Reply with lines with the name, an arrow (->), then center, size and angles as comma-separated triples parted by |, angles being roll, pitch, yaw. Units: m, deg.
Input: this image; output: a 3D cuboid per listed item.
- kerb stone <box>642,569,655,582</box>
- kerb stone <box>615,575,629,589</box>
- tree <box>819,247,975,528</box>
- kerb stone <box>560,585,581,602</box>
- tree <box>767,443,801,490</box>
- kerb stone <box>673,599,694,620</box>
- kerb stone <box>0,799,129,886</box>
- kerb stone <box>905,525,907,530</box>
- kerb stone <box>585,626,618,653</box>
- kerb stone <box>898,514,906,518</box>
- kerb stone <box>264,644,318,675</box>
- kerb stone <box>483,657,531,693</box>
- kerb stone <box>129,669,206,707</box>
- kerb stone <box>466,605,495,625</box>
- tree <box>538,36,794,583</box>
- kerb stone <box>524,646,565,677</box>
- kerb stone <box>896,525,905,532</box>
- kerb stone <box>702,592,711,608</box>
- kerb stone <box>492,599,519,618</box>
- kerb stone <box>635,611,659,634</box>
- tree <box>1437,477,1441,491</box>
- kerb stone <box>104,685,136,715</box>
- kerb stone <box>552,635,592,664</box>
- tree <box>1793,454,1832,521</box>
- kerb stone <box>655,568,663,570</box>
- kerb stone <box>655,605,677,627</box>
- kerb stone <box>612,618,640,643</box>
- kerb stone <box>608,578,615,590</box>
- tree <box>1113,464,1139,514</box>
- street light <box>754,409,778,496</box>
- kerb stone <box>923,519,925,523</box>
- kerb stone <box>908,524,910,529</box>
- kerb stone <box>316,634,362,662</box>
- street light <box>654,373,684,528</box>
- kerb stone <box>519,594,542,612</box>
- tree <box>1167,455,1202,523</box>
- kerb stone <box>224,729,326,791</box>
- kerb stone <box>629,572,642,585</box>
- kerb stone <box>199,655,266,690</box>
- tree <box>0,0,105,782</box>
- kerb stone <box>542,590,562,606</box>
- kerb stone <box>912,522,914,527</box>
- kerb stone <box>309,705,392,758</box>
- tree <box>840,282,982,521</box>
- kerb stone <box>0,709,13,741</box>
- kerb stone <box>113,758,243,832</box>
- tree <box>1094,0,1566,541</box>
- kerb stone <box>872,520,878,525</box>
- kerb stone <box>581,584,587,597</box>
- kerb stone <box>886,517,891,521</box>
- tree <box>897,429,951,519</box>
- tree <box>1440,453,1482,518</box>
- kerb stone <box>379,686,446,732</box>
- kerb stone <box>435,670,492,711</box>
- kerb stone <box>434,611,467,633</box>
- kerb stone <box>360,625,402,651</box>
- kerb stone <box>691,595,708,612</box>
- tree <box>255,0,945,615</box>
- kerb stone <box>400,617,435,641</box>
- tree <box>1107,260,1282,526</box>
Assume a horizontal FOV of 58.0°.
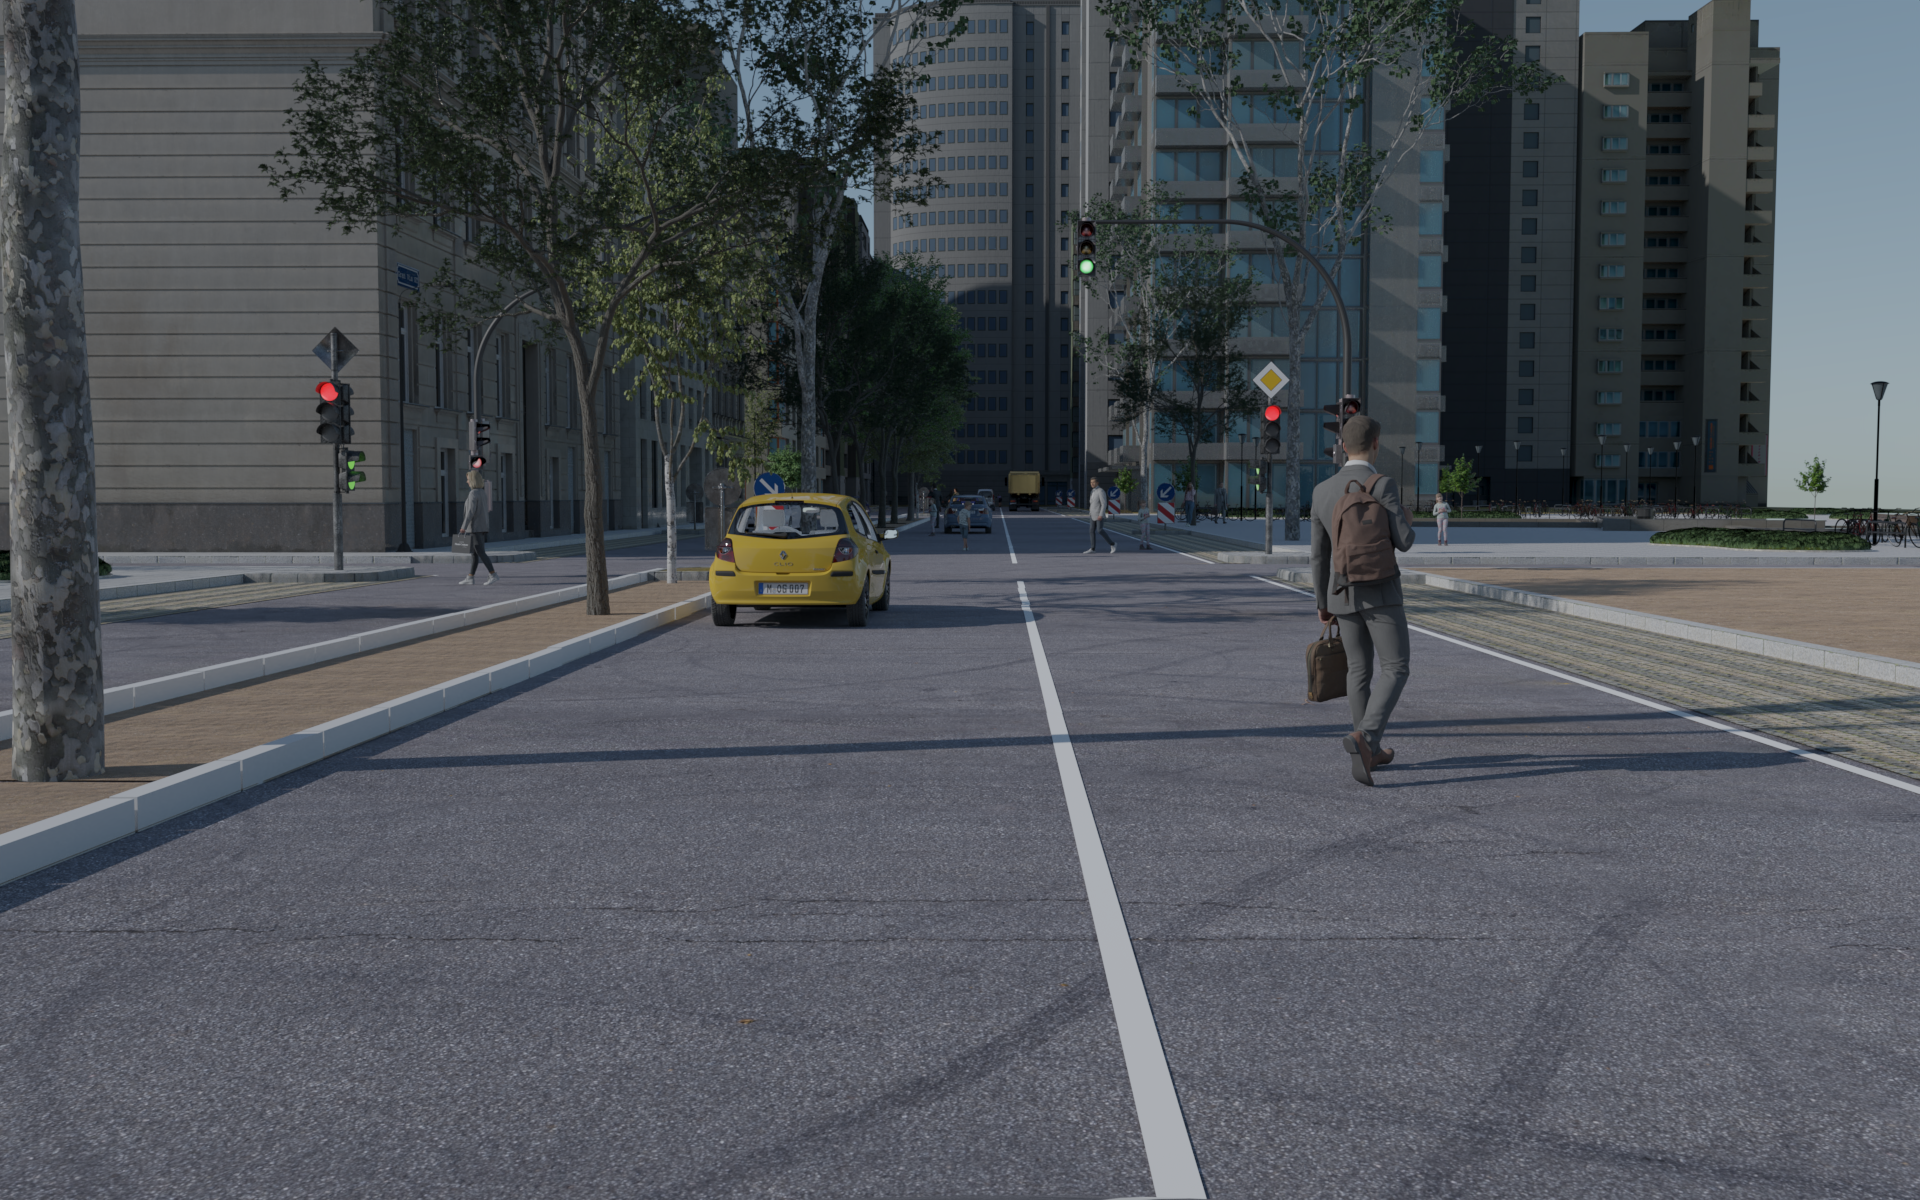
kerb stone -> -5.195, -0.380, 28.408 | 0.120, 0.150, 1.000 | 0, 4, 1
kerb stone -> -5.240, -0.249, 26.355 | 0.120, 0.150, 1.000 | 0, 4, 1
tree -> -3.164, -8.792, 71.954 | 9.928, 11.665, 9.643 | 0, 3, 0
kerb stone -> -5.313, -0.067, 23.288 | 0.120, 0.150, 1.000 | 0, 4, 1
tree -> -10.888, -7.733, 110.147 | 4.285, 4.588, 4.351 | 0, 3, 0
kerb stone -> -3.272, 0.126, 20.132 | 0.120, 0.150, 1.000 | 0, 4, 1
kerb stone -> -3.556, 0.944, 6.816 | 0.120, 0.150, 1.000 | 0, 4, 1
kerb stone -> -2.261, -2.792, 67.845 | 0.120, 0.150, 1.000 | 0, 4, 1
kerb stone -> -3.362, 0.377, 16.025 | 0.120, 0.150, 1.000 | 0, 4, 1
kerb stone -> -3.548, -5.117, 105.853 | 0.120, 0.150, 1.000 | 0, 4, 1
kerb stone -> -5.500, 0.499, 14.081 | 0.120, 0.150, 1.000 | 0, 4, 1
kerb stone -> -3.421, 0.565, 12.957 | 0.120, 0.150, 1.000 | 0, 4, 1
kerb stone -> -5.545, 0.625, 12.038 | 0.120, 0.150, 1.000 | 0, 4, 1
kerb stone -> -5.392, 0.186, 19.199 | 0.120, 0.150, 1.000 | 0, 4, 1
tree -> -4.564, -4.547, 27.170 | 4.737, 8.622, 4.395 | 0, 3, 0
kerb stone -> -3.398, 0.510, 13.982 | 0.120, 0.150, 1.000 | 0, 4, 1
kerb stone -> -2.291, -2.729, 66.820 | 0.120, 0.150, 1.000 | 0, 4, 1
kerb stone -> -3.228, 0.001, 22.184 | 0.120, 0.150, 1.000 | 0, 4, 1
kerb stone -> -5.378, 0.121, 20.221 | 0.120, 0.150, 1.000 | 0, 4, 1
kerb stone -> -3.322, 0.254, 18.077 | 0.120, 0.150, 1.000 | 0, 4, 1
tree -> 30.691, -7.013, 109.265 | 1.663, 3.219, 1.824 | 0, 3, 0
kerb stone -> -5.564, 0.684, 11.010 | 0.120, 0.150, 1.000 | 0, 4, 1
kerb stone -> -3.385, 0.440, 15.003 | 0.120, 0.150, 1.000 | 0, 4, 1
tree -> 40.335, -5.312, 81.454 | 1.663, 3.219, 1.824 | 0, 3, 0
kerb stone -> -5.172, -0.442, 29.430 | 0.120, 0.150, 1.000 | 0, 4, 1
kerb stone -> -3.299, 0.190, 19.099 | 0.120, 0.150, 1.000 | 0, 4, 1
kerb stone -> -3.336, 0.315, 17.047 | 0.120, 0.150, 1.000 | 0, 4, 1
kerb stone -> -5.261, -0.192, 25.333 | 0.120, 0.150, 1.000 | 0, 4, 1
tree -> 10.933, -7.255, 113.212 | 1.663, 3.219, 1.824 | 0, 3, 0
street light -> -10.560, -7.415, 93.774 | 1.470, 5.913, 1.316 | 0, 4, 1
kerb stone -> -1.915, -3.797, 84.269 | 0.120, 0.150, 1.000 | 0, 4, 1
kerb stone -> -2.216, -2.918, 69.904 | 0.120, 0.150, 1.000 | 0, 4, 1
kerb stone -> -5.484, 0.438, 15.104 | 0.120, 0.150, 1.000 | 0, 4, 1
street light -> -11.121, -5.728, 66.190 | 1.470, 5.913, 1.316 | 0, 4, 1
kerb stone -> -5.355, 0.058, 21.242 | 0.120, 0.150, 1.000 | 0, 4, 1
tree -> 10.453, -5.132, 78.515 | 1.663, 3.219, 1.824 | 0, 3, 0
kerb stone -> -3.512, 0.816, 8.859 | 0.120, 0.150, 1.000 | 0, 4, 1
kerb stone -> -5.226, -0.317, 27.384 | 0.120, 0.150, 1.000 | 0, 4, 1
kerb stone -> -5.526, 0.559, 13.060 | 0.120, 0.150, 1.000 | 0, 4, 1
tree -> -5.768, -9.218, 9.059 | 12.611, 20.169, 13.585 | 0, 3, 0
kerb stone -> -5.338, -0.004, 22.264 | 0.120, 0.150, 1.000 | 0, 4, 1
kerb stone -> -2.147, -3.106, 72.978 | 0.120, 0.150, 1.000 | 0, 4, 1
kerb stone -> -3.495, 0.753, 9.887 | 0.120, 0.150, 1.000 | 0, 4, 1
tree -> -2.716, -10.502, 92.297 | 7.486, 12.596, 7.792 | 0, 3, 0
kerb stone -> -5.593, 0.747, 9.978 | 0.120, 0.150, 1.000 | 0, 4, 1
kerb stone -> -3.533, 0.878, 7.838 | 0.120, 0.150, 1.000 | 0, 4, 1
tree -> 10.517, -11.663, 46.571 | 12.611, 20.169, 13.585 | 0, 3, 0
kerb stone -> -4.032, -3.735, 83.314 | 0.120, 0.150, 1.000 | 0, 4, 1
kerb stone -> -5.288, -0.129, 24.312 | 0.120, 0.150, 1.000 | 0, 4, 1
kerb stone -> -3.794, -4.426, 94.580 | 0.120, 0.150, 1.000 | 0, 4, 1
tree -> -2.400, -8.917, 98.612 | 4.737, 8.622, 4.395 | 0, 3, 0
tree -> 23.722, -5.306, 81.359 | 1.663, 3.219, 1.824 | 0, 3, 0
kerb stone -> -3.473, 0.690, 10.909 | 0.120, 0.150, 1.000 | 0, 4, 1
kerb stone -> -3.449, 0.628, 11.932 | 0.120, 0.150, 1.000 | 0, 4, 1
kerb stone -> -5.419, 0.246, 18.177 | 0.120, 0.150, 1.000 | 0, 4, 1
kerb stone -> -5.459, 0.371, 16.133 | 0.120, 0.150, 1.000 | 0, 4, 1
kerb stone -> -3.258, 0.068, 21.154 | 0.120, 0.150, 1.000 | 0, 4, 1
tree -> -4.242, -5.114, 20.484 | 8.767, 10.594, 7.601 | 0, 4, 1
kerb stone -> -5.444, 0.308, 17.155 | 0.120, 0.150, 1.000 | 0, 4, 1
tree -> 9.194, -8.289, 69.930 | 7.601, 10.594, 8.767 | -3, 4, -38
